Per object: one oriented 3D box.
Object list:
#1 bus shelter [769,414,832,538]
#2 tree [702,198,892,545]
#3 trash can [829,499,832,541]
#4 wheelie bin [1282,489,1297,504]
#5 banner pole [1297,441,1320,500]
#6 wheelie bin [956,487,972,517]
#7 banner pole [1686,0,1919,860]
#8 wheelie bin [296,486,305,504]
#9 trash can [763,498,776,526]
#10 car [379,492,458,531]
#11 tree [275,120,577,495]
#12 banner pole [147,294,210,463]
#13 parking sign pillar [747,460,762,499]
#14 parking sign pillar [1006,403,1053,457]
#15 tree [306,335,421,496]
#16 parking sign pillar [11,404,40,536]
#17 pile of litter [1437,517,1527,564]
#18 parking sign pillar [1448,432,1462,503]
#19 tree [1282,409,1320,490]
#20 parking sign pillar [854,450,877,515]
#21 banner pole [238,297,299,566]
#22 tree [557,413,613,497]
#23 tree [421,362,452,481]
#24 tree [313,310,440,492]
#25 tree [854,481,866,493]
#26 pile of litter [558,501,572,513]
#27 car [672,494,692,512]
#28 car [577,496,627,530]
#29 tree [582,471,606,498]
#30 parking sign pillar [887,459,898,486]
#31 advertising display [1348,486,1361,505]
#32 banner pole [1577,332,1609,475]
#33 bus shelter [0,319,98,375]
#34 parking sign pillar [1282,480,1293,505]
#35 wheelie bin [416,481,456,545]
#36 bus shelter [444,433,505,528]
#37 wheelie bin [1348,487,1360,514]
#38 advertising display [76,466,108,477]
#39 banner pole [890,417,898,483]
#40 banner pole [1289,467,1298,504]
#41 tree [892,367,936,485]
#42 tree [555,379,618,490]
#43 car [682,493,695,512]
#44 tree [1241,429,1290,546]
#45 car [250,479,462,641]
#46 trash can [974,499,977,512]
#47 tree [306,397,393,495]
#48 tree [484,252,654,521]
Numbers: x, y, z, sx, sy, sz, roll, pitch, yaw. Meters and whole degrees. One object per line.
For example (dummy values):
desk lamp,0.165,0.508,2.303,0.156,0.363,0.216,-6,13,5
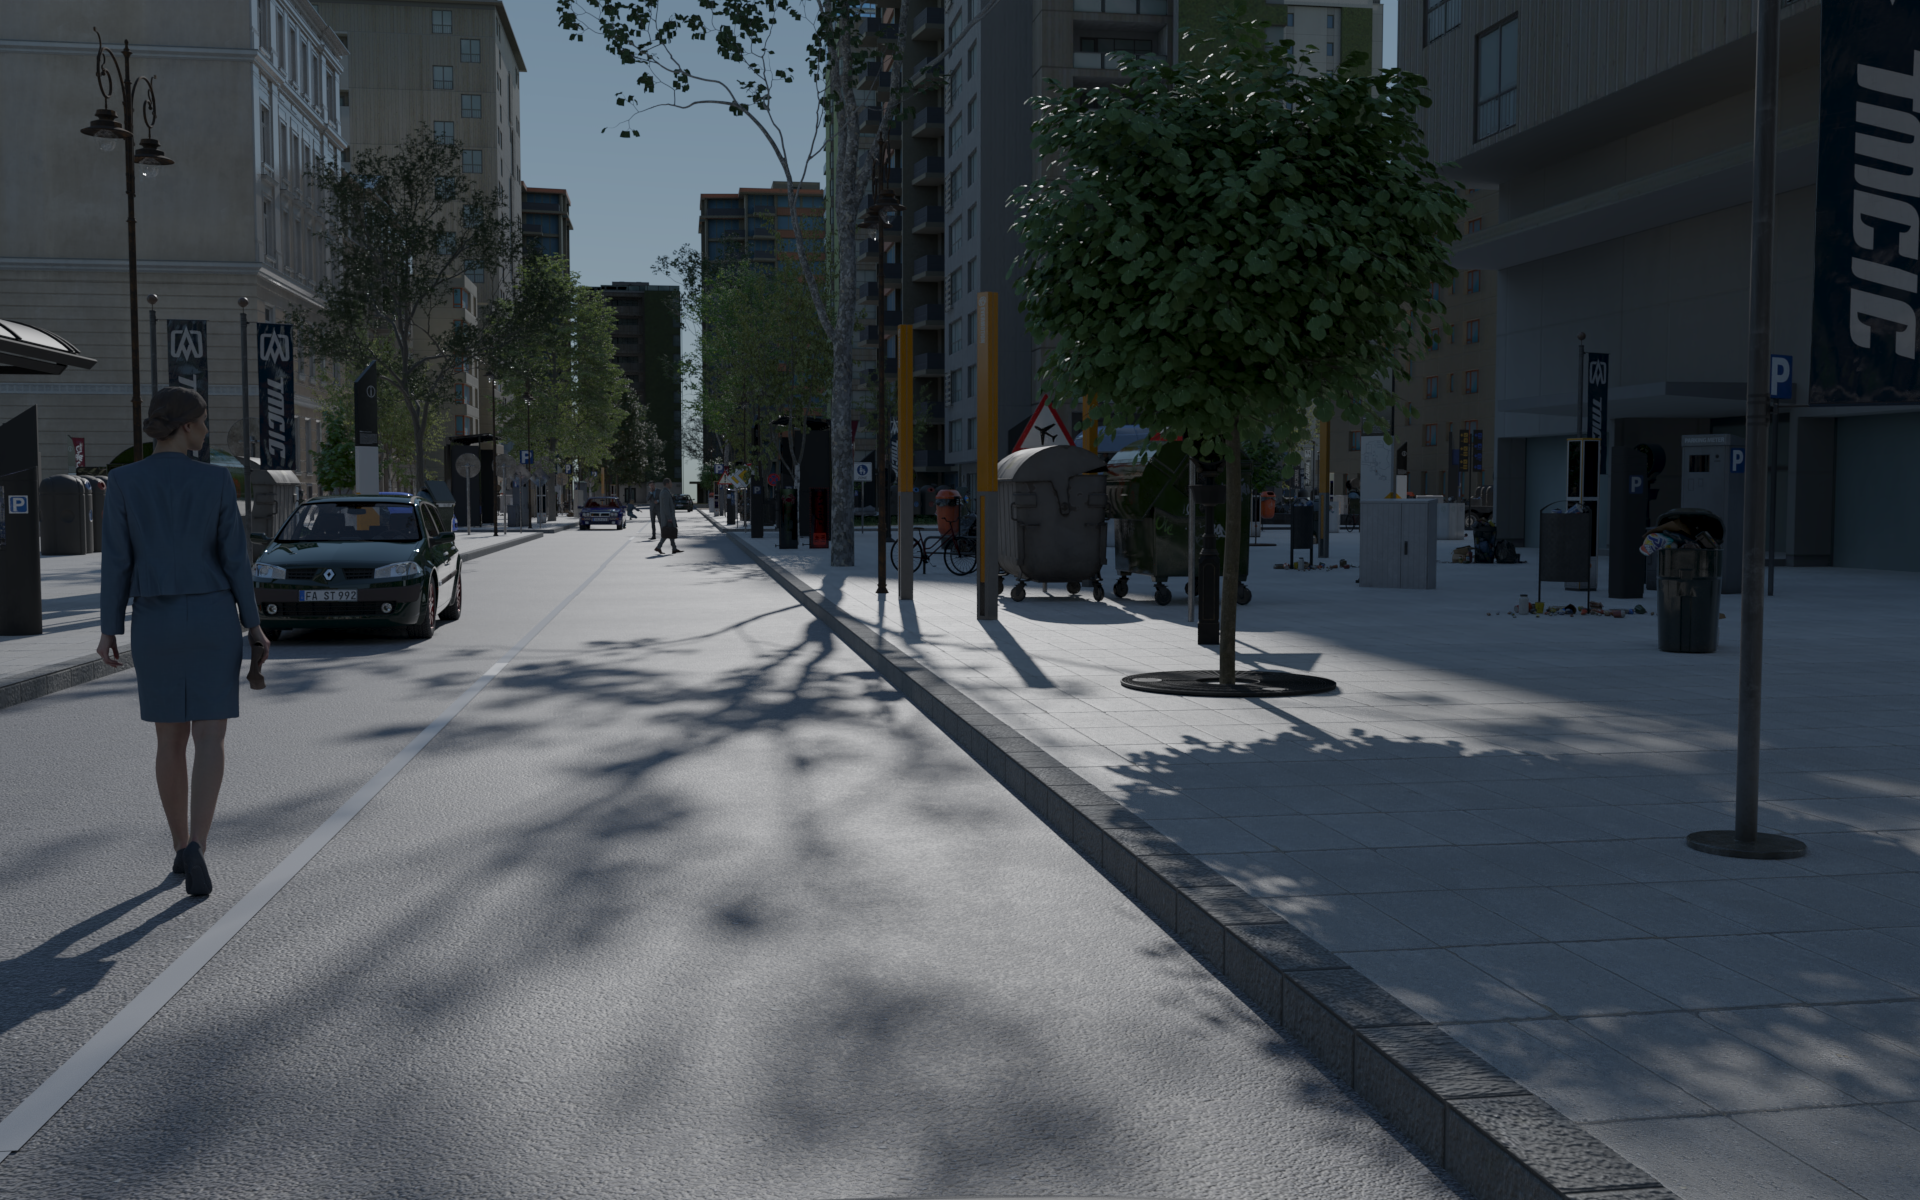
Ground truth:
bus shelter,-4.885,-3.815,53.656,1.731,3.624,6.357,-1,4,-9
tree,-4.202,-5.707,43.667,4.737,8.622,4.395,0,3,0
trash can,-3.716,-2.197,47.582,0.748,1.137,0.748,0,3,0
wheelie bin,20.499,-6.099,107.626,0.980,1.594,0.693,2,4,27
banner pole,16.509,-5.607,81.689,0.863,3.779,0.401,-2,4,-33
wheelie bin,0.083,-4.166,76.026,0.980,1.594,0.693,3,5,40
banner pole,3.052,-0.981,6.054,0.863,3.779,0.401,2,4,26
wheelie bin,-25.046,-3.500,65.136,0.980,1.594,0.693,3,5,43
trash can,-7.672,-3.524,69.278,0.748,1.137,0.748,0,3,0
car,-19.086,-3.032,59.164,3.694,1.707,1.945,-1,4,-10
tree,-13.099,-6.613,42.541,8.767,10.594,7.601,1,4,16
banner pole,-9.890,-1.947,21.851,0.863,3.779,0.401,-1,4,-14
parking sign pillar,-12.214,-7.070,104.073,1.447,3.967,1.447,3,4,39
parking sign pillar,1.999,-3.750,49.786,1.447,3.967,1.447,0,4,-6
tree,-27.217,-7.852,78.743,4.360,8.622,3.978,0,3,0
parking sign pillar,-28.301,-3.881,51.919,1.447,3.967,1.447,-1,4,-16
pile of litter,9.678,-1.120,32.270,1.719,0.858,1.176,1,4,18
parking sign pillar,21.536,-5.314,75.358,1.447,3.967,1.447,1,4,23
tree,17.218,-8.653,91.835,4.360,8.622,3.978,0,3,0
parking sign pillar,-5.772,-7.122,104.912,1.447,3.967,1.447,-3,5,-40
banner pole,-8.948,-1.974,22.297,0.863,3.779,0.401,-3,5,-41
tree,-25.904,-10.402,120.438,4.737,8.622,4.395,0,3,0
tree,-28.566,-8.578,90.610,4.360,8.622,3.978,0,3,0
tree,-21.843,-6.989,64.634,4.737,8.622,4.395,0,3,0
tree,-6.315,-6.588,102.307,1.663,3.219,1.824,0,3,0
pile of litter,-26.658,-6.280,116.638,1.176,0.858,1.719,-3,4,-37
car,-22.069,-7.732,136.197,2.009,1.686,4.222,-1,4,-10
car,-14.480,-3.527,70.244,1.945,1.354,3.894,0,4,-8
tree,-28.026,-8.294,130.203,1.663,3.219,1.824,0,3,0
parking sign pillar,-3.467,-6.559,95.704,1.447,3.967,1.447,1,4,15
advertising display,22.554,-5.715,98.660,0.974,1.923,0.123,3,5,42
banner pole,9.803,-2.261,26.979,0.863,3.779,0.401,-2,4,-29
bus shelter,-10.777,-1.456,17.727,2.014,3.302,5.546,-1,4,-9
parking sign pillar,23.692,-8.438,126.441,1.447,3.967,1.447,-1,4,-18
wheelie bin,-12.277,-1.990,40.451,0.693,1.594,0.980,2,4,28
bus shelter,-19.366,-4.775,69.351,1.731,3.624,6.357,-1,4,-9
wheelie bin,17.183,-4.107,75.052,0.693,1.594,0.980,1,4,16
advertising display,-20.189,-2.159,40.508,0.974,1.923,0.123,1,4,12
banner pole,-1.725,-3.616,49.143,0.863,3.779,0.401,3,4,37
banner pole,20.354,-7.066,105.545,0.863,3.779,0.401,0,4,6
tree,-3.451,-8.537,89.936,4.737,8.622,4.395,0,3,0
tree,-23.323,-9.533,106.229,4.360,8.622,3.978,0,3,0
car,-22.853,-8.129,142.702,2.009,1.686,4.222,-1,4,-9
tree,7.462,-2.950,42.830,1.663,3.219,1.824,0,3,0
car,-6.299,-0.518,18.256,2.009,1.686,4.222,-1,4,-10
trash can,0.795,-2.653,55.026,0.748,1.137,0.748,0,3,0
tree,-12.391,-2.442,34.535,1.663,3.219,1.824,0,3,0
tree,-19.046,-10.021,81.970,7.486,12.596,7.792,0,3,0
